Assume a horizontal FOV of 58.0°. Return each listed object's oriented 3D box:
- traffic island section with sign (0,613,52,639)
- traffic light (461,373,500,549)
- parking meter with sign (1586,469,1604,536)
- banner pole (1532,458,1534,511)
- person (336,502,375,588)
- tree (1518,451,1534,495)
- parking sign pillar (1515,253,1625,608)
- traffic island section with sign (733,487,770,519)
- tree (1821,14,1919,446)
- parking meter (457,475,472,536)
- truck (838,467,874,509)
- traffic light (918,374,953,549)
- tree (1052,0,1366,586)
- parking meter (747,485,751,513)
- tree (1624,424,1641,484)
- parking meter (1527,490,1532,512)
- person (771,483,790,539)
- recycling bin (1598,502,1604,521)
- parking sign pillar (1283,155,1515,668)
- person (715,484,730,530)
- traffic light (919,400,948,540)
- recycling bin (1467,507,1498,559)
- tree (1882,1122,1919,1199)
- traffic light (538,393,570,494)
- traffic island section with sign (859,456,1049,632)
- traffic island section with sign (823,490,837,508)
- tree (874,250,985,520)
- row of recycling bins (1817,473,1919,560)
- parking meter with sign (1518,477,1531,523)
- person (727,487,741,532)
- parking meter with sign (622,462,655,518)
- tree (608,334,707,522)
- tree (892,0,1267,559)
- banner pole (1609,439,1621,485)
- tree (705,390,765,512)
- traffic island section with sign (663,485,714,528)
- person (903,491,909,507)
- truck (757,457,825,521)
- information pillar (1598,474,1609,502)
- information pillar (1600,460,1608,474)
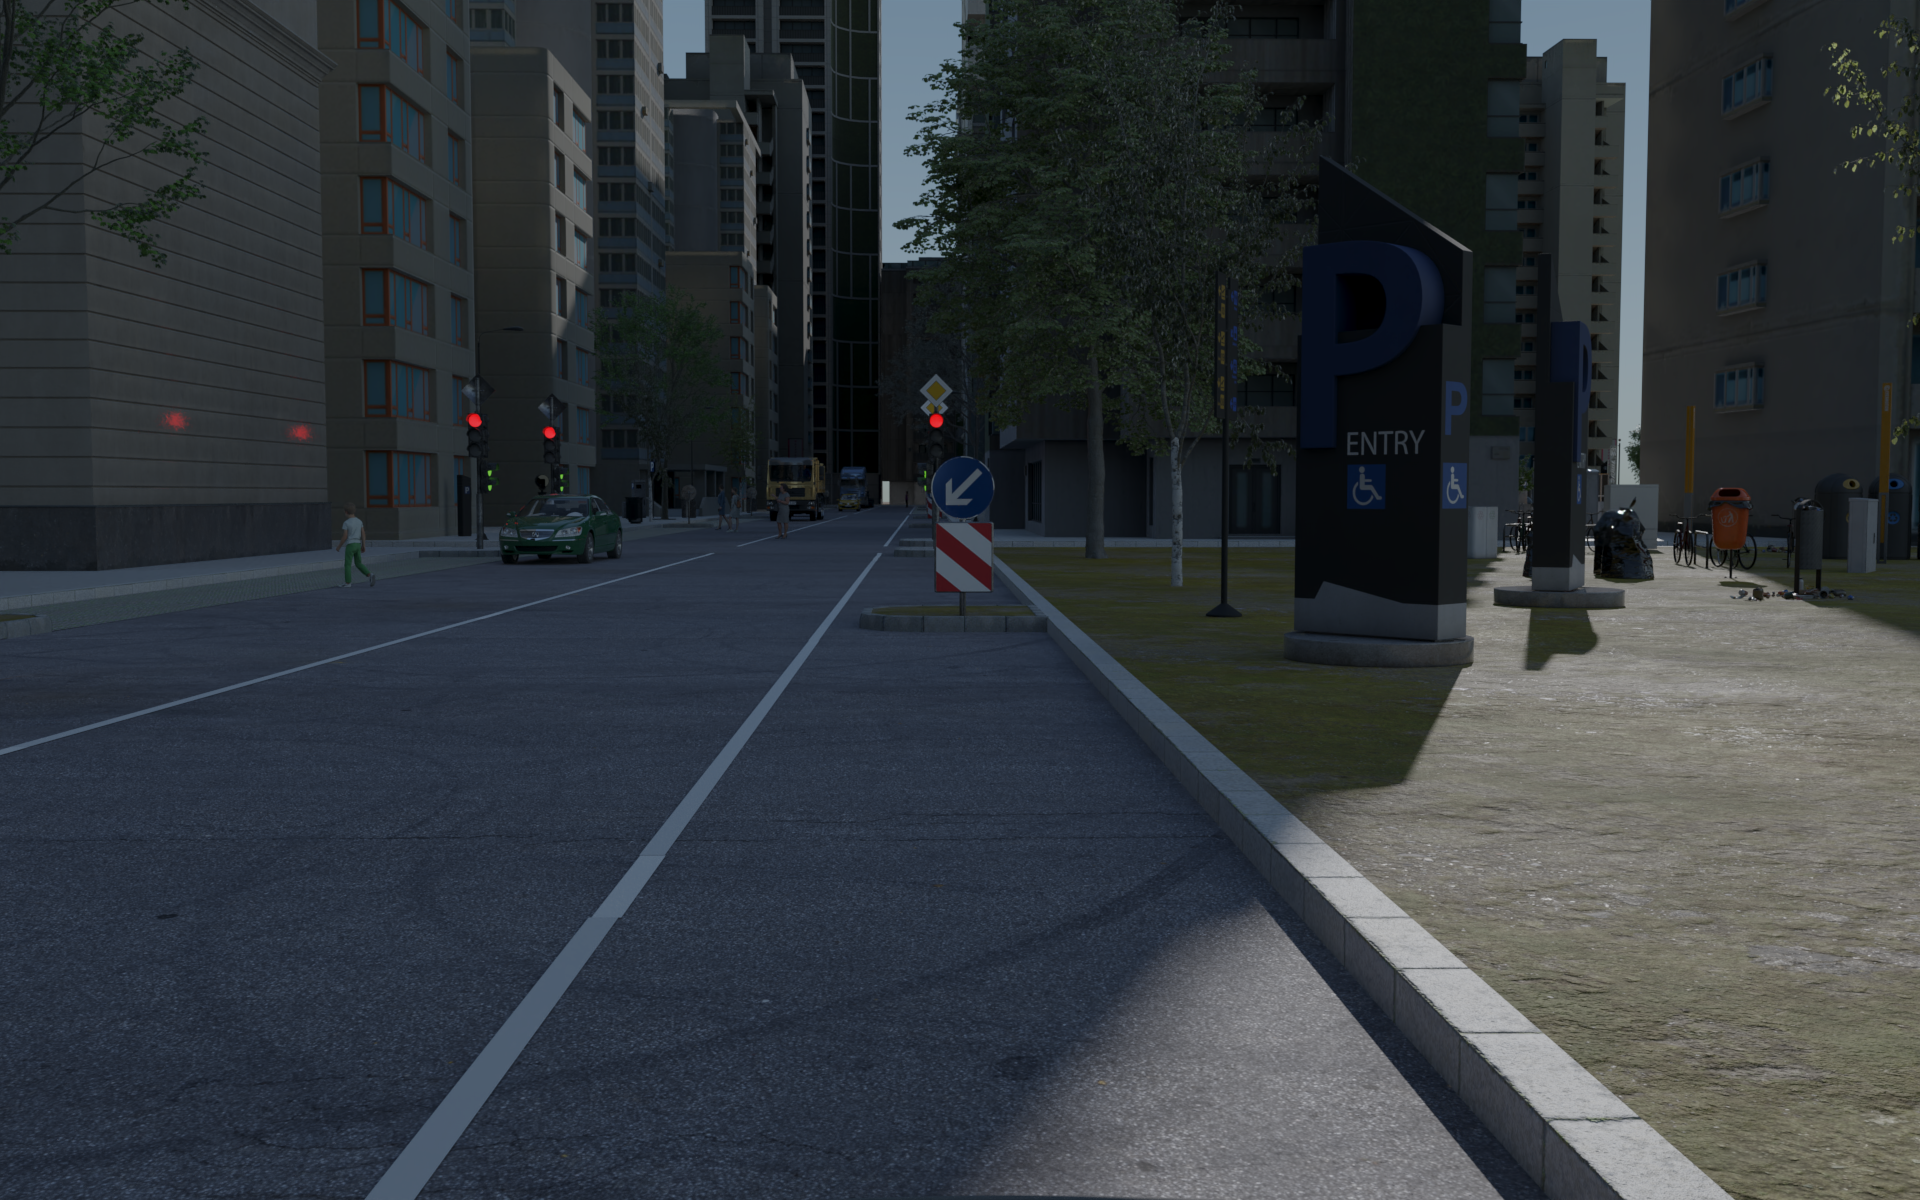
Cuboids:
[{"bbox_3d":[-10.433,-0.543,17.503,1.989,1.847,2.006,0,4,-1],"label":"traffic island section with sign"},{"bbox_3d":[-11.181,-3.143,40.304,0.839,4.253,0.868,0,4,-1],"label":"traffic light"},{"bbox_3d":[19.170,-3.471,53.012,1.738,3.016,0.543,0,4,3],"label":"parking meter with sign"},{"bbox_3d":[40.212,-8.024,121.202,0.401,3.779,0.863,3,5,44],"label":"banner pole"},{"bbox_3d":[-9.252,-0.842,26.507,0.590,1.304,0.306,1,4,11],"label":"person"},{"bbox_3d":[22.012,-4.540,68.826,1.663,3.219,1.824,0,3,0],"label":"tree"},{"bbox_3d":[6.957,-1.929,20.015,1.447,3.967,1.447,2,4,27],"label":"parking sign pillar"},{"bbox_3d":[-12.124,-5.646,100.939,1.989,1.847,2.006,0,4,-1],"label":"traffic island section with sign"},{"bbox_3d":[10.026,-3.964,15.175,4.360,8.622,3.978,0,3,0],"label":"tree"},{"bbox_3d":[-15.028,-2.863,52.527,0.255,1.863,0.399,2,4,26],"label":"parking meter"},{"bbox_3d":[-10.467,-11.481,177.474,2.967,4.110,18.799,0,3,0],"label":"truck"},{"bbox_3d":[-0.573,-3.157,40.534,0.839,4.253,0.868,0,4,-1],"label":"traffic light"},{"bbox_3d":[3.085,-4.483,23.664,4.360,8.622,3.978,0,3,0],"label":"tree"},{"bbox_3d":[-14.305,-6.823,117.272,0.255,1.863,0.399,0,4,-8],"label":"parking meter"},{"bbox_3d":[28.498,-5.274,69.950,4.285,4.588,4.351,0,3,0],"label":"tree"},{"bbox_3d":[28.889,-4.875,88.111,0.372,1.533,0.369,0,3,0],"label":"parking meter"},{"bbox_3d":[-5.788,-2.854,55.523,0.532,1.782,0.716,-3,5,-40],"label":"person"},{"bbox_3d":[21.669,-2.787,58.114,0.722,1.027,0.722,0,4,5],"label":"recycling bin"},{"bbox_3d":[3.255,-1.523,13.380,1.447,3.967,1.447,-3,5,-44],"label":"parking sign pillar"},{"bbox_3d":[-9.456,-3.708,69.142,0.654,1.822,0.581,0,4,8],"label":"person"},{"bbox_3d":[-0.735,-3.645,48.517,0.839,4.253,0.868,0,4,-1],"label":"traffic light"},{"bbox_3d":[10.236,-1.349,34.618,0.722,1.027,0.722,-2,4,-33],"label":"recycling bin"},{"bbox_3d":[2.331,-4.705,2.690,9.928,11.665,9.643,0,3,0],"label":"tree"},{"bbox_3d":[-11.343,-3.631,48.287,0.839,4.253,0.868,0,4,-1],"label":"traffic light"},{"bbox_3d":[-0.089,-0.629,18.907,1.989,1.847,2.006,0,4,-1],"label":"traffic island section with sign"},{"bbox_3d":[-13.684,-10.358,177.986,1.989,1.847,2.006,0,4,-1],"label":"traffic island section with sign"},{"bbox_3d":[0.893,-10.682,85.017,12.009,13.543,11.850,0,3,0],"label":"tree"},{"bbox_3d":[18.629,-1.634,33.835,3.534,1.692,1.069,1,4,20],"label":"row of recycling bins"},{"bbox_3d":[25.092,-4.978,77.646,0.543,3.016,1.738,0,4,-5],"label":"parking meter with sign"},{"bbox_3d":[-8.462,-3.401,65.118,0.522,1.701,0.512,1,4,19],"label":"person"},{"bbox_3d":[-17.161,-5.881,92.416,1.738,3.016,0.543,-2,4,-30],"label":"parking meter with sign"},{"bbox_3d":[-14.079,-7.922,79.889,4.360,8.622,3.978,0,3,0],"label":"tree"},{"bbox_3d":[2.289,-7.102,34.245,7.486,12.596,7.792,0,3,0],"label":"tree"},{"bbox_3d":[29.558,-5.389,78.128,0.863,3.779,0.401,-2,4,-29],"label":"banner pole"},{"bbox_3d":[-15.368,-10.387,120.194,4.737,8.622,4.395,0,3,0],"label":"tree"},{"bbox_3d":[-11.577,-3.998,73.989,1.989,1.847,2.006,0,4,-1],"label":"traffic island section with sign"},{"bbox_3d":[-5.752,-10.753,185.001,0.721,1.739,1.217,-2,4,-30],"label":"person"},{"bbox_3d":[-8.874,-5.990,93.856,3.469,3.379,9.791,0,4,-1],"label":"truck"},{"bbox_3d":[23.125,-3.539,62.359,0.304,2.012,0.304,-1,4,-10],"label":"information pillar"},{"bbox_3d":[44.265,-7.809,119.025,0.504,3.616,0.183,2,4,31],"label":"information pillar"}]
